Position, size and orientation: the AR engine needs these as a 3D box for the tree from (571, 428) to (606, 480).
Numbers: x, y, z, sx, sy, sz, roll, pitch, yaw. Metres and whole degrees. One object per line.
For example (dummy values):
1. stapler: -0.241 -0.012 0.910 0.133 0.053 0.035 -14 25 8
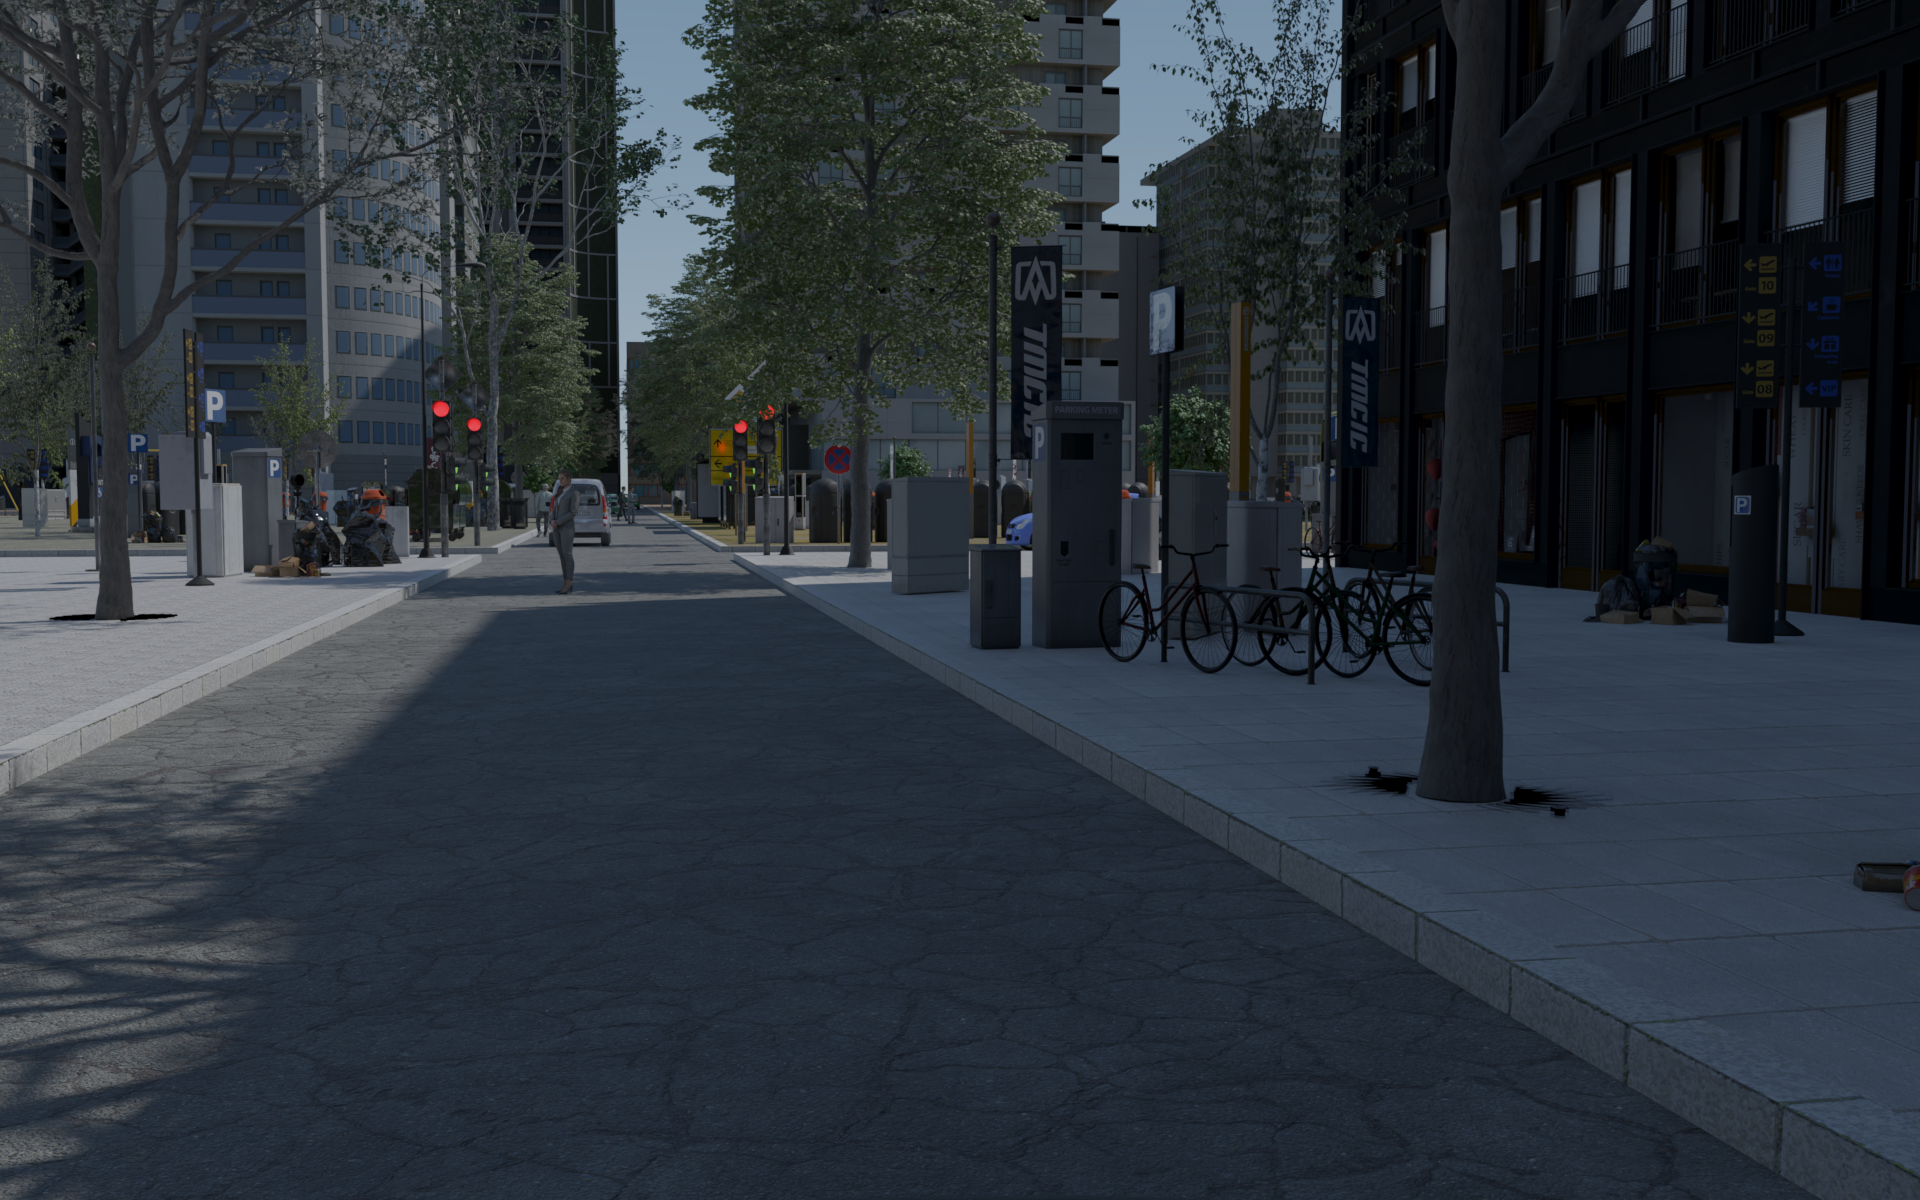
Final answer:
1. tree: -39.350 -14.085 180.651 4.360 8.622 3.978 0 3 0

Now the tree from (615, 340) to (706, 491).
1. tree: -22.263 -14.046 136.306 9.857 13.997 8.962 0 3 0

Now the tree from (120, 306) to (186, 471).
1. tree: -32.030 -7.126 66.870 4.360 8.622 3.978 0 3 0

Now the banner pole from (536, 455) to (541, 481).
1. banner pole: -24.004 -6.646 98.679 0.401 3.779 0.863 0 4 6

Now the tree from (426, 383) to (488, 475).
1. tree: -29.431 -9.293 102.304 4.360 8.622 3.978 0 3 0

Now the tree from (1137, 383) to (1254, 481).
1. tree: 6.977 -4.125 51.161 4.285 4.588 4.351 0 3 0

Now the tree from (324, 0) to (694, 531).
1. tree: -15.875 -12.566 61.346 12.611 20.169 13.585 0 3 0

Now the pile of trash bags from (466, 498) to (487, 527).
1. pile of trash bags: -19.984 -3.591 68.472 3.447 1.369 1.912 1 4 21

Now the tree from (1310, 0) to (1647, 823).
1. tree: 2.252 -5.913 7.043 12.009 13.543 11.850 0 3 0

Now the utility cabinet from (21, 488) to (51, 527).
1. utility cabinet: -35.476 -3.532 66.432 1.173 1.500 0.318 2 4 30

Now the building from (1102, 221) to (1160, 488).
1. building: 12.740 -25.396 186.925 14.107 30.474 14.160 -1 4 -11

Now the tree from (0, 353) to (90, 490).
1. tree: -49.790 -8.808 94.374 4.737 8.622 4.395 0 3 0

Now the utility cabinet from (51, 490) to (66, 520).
1. utility cabinet: -44.621 -4.680 85.198 0.318 1.500 1.173 2 4 30

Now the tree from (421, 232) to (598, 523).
1. tree: -19.567 -9.653 75.960 7.486 12.596 7.792 0 3 0

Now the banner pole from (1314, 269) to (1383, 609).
1. banner pole: 4.337 -1.799 19.437 0.863 3.779 0.401 -1 4 -15

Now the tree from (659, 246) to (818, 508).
1. tree: -5.748 -6.075 49.688 4.737 8.622 4.395 0 3 0

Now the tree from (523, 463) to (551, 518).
1. tree: -22.480 -5.960 92.055 1.663 3.219 1.824 0 3 0

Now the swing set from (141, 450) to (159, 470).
1. swing set: -28.657 -3.886 61.163 3.119 2.851 2.862 -1 4 -21

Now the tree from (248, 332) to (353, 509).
1. tree: -30.411 -7.920 79.860 4.737 8.622 4.395 0 3 0

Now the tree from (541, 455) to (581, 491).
1. tree: -30.798 -9.117 132.771 4.285 4.588 4.351 0 3 0

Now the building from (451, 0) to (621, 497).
1. building: -52.743 -47.428 213.700 20.611 71.187 20.563 -1 4 -11

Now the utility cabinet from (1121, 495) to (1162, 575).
1. utility cabinet: 2.870 -1.030 27.999 0.306 1.237 1.020 2 4 31

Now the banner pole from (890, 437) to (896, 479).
1. banner pole: -2.913 -5.211 75.218 0.401 3.779 0.863 1 4 16

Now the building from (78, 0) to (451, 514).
1. building: -48.952 -35.693 125.578 21.231 58.520 28.212 -1 4 -11

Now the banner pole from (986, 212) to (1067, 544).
1. banner pole: 0.519 -1.556 15.453 0.863 3.779 0.401 1 4 13

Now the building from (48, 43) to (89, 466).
1. building: -77.991 -31.666 167.857 14.200 45.320 14.600 -1 4 -11

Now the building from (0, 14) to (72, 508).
1. building: -94.570 -44.214 161.159 20.611 71.187 20.563 -1 4 -11

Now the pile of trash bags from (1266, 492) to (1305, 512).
1. pile of trash bags: 16.647 -4.623 85.344 3.447 1.369 1.912 0 3 0

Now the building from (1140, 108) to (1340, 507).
1. building: 33.439 -29.905 180.831 23.993 40.220 32.217 -1 4 -11

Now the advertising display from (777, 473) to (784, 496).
1. advertising display: -5.451 -2.937 53.230 0.123 1.923 0.974 -1 4 -18

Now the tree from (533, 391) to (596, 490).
1. tree: -26.900 -10.157 116.431 4.737 8.622 4.395 0 3 0

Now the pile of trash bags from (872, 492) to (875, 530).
1. pile of trash bags: -2.539 -3.243 62.778 1.912 1.369 3.447 -3 4 -37

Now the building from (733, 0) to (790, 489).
1. building: -12.008 -38.612 173.299 21.231 58.520 28.212 -1 4 -11

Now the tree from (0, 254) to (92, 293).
1. tree: -28.181 -6.227 52.172 4.360 8.622 3.978 0 3 0

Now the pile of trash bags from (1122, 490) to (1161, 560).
1. pile of trash bags: 3.240 -1.536 34.872 1.912 1.369 3.447 0 4 4

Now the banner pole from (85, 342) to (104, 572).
1. banner pole: -14.288 -2.380 28.929 0.401 3.779 0.863 1 4 13

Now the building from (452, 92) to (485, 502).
1. building: -57.431 -28.776 162.364 23.993 40.220 32.217 -1 4 -11

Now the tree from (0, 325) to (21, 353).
1. tree: -26.850 -5.800 45.189 4.737 8.622 4.395 0 3 0

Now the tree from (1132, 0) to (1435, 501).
1. tree: 4.157 -4.460 23.290 4.360 8.622 3.978 0 3 0

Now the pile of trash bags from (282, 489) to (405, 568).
1. pile of trash bags: -11.169 -1.345 31.741 1.912 1.369 3.447 0 4 -3

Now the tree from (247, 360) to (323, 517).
1. tree: -37.181 -8.874 95.450 4.360 8.622 3.978 0 3 0

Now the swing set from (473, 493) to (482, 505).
1. swing set: -29.656 -6.950 111.255 3.119 2.851 2.862 0 4 0

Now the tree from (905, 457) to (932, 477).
1. tree: -2.214 -5.939 91.697 1.663 3.219 1.824 0 3 0

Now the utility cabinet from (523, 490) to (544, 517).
1. utility cabinet: -23.230 -5.248 94.477 1.173 1.500 0.318 -1 4 -10

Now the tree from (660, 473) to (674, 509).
1. tree: -24.535 -9.365 147.715 1.663 3.219 1.824 0 3 0

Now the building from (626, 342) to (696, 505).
1. building: -28.185 -23.132 223.251 28.899 21.520 27.650 -1 4 -11

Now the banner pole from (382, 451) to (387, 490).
1. banner pole: -33.716 -6.825 101.601 0.401 3.779 0.863 0 4 -3

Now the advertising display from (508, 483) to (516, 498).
1. advertising display: -25.716 -5.795 99.965 0.974 1.923 0.123 -2 4 -33

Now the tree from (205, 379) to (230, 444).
1. tree: -48.662 -9.777 110.223 4.360 8.622 3.978 0 3 0

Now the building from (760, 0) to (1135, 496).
1. building: -2.366 -34.116 147.027 28.713 52.752 27.495 -1 4 -11

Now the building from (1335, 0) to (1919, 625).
1. building: 14.133 -11.833 23.154 12.332 23.373 15.834 -1 4 -11

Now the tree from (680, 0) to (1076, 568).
1. tree: -1.452 -6.862 30.314 7.486 12.596 7.792 0 3 0

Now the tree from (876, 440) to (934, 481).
1. tree: -3.246 -7.325 103.485 4.285 4.588 4.351 0 3 0

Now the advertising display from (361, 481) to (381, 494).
1. advertising display: -28.452 -4.802 83.734 0.123 1.923 0.974 3 5 40

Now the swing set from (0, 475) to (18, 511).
1. swing set: -49.631 -5.498 87.508 2.862 2.851 3.119 0 4 -1

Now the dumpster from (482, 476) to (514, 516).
1. dumpster: -22.629 -5.019 84.550 1.502 2.255 1.985 -1 4 -11

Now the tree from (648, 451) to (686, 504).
1. tree: -29.728 -13.680 174.025 4.360 8.622 3.978 0 3 0
